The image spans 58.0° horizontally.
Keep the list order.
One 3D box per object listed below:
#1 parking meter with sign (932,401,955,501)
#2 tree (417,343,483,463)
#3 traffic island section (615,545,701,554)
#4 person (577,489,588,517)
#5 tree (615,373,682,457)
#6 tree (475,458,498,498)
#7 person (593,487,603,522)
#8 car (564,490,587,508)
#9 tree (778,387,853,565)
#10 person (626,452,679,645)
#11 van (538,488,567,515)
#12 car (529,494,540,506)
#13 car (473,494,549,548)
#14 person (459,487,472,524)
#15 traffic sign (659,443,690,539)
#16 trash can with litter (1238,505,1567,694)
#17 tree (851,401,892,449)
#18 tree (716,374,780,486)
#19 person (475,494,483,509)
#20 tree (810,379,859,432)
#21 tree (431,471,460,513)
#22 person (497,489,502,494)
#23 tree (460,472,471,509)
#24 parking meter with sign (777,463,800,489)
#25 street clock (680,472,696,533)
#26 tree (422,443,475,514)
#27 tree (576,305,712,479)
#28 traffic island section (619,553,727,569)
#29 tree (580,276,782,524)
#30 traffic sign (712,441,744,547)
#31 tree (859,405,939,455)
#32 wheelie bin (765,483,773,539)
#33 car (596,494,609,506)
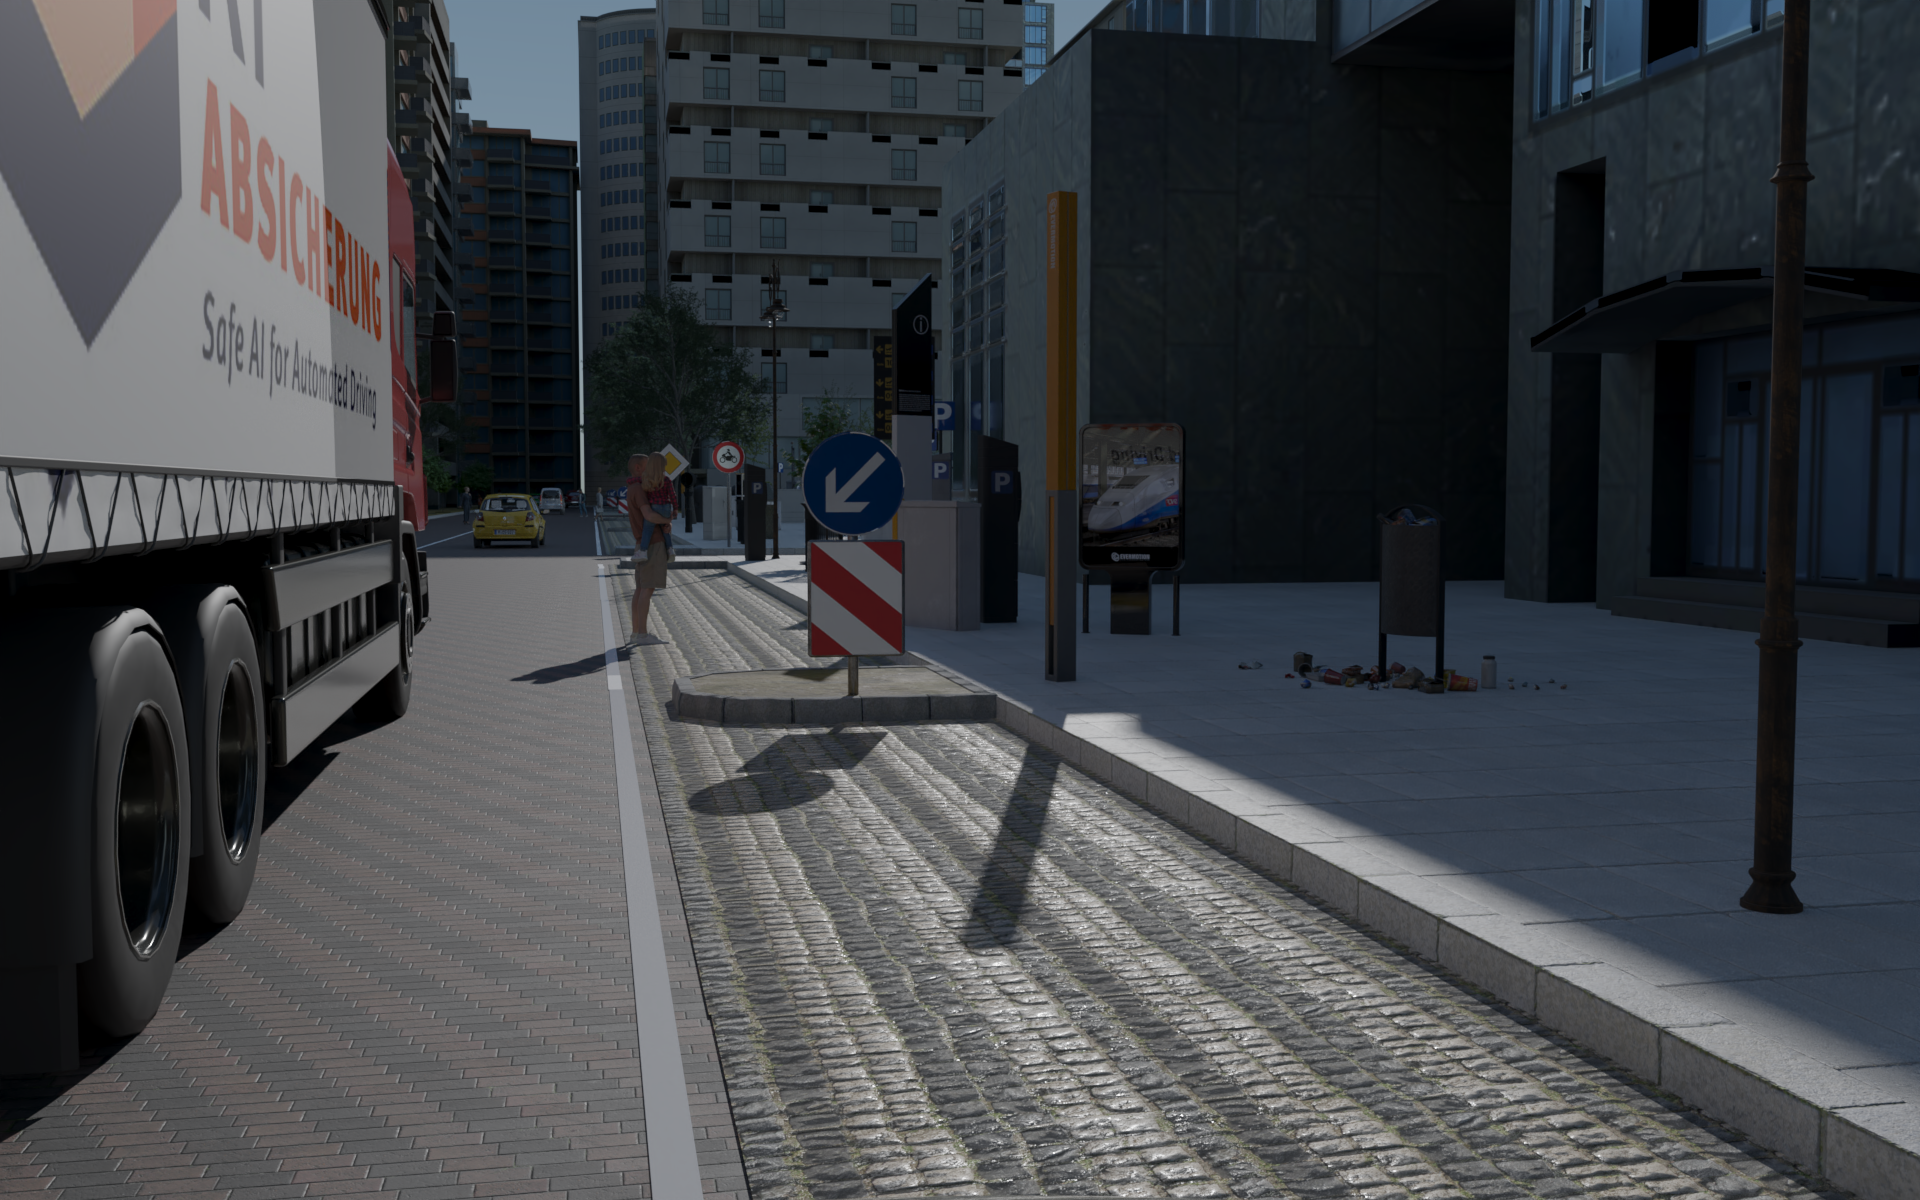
[{"bbox_3d":[-0.379,-2.172,31.774,0.543,3.016,1.738,0,4,1],"label":"parking meter with sign"},{"bbox_3d":[-32.178,-10.352,103.669,7.601,10.594,8.767,-1,4,-23],"label":"tree"},{"bbox_3d":[-7.354,-1.208,42.040,2.009,0.180,2.903,-1,4,-12],"label":"traffic island section"},{"bbox_3d":[-23.803,-6.129,109.052,0.623,1.781,0.721,1,4,20],"label":"person"},{"bbox_3d":[-17.983,-9.296,102.359,4.360,8.622,3.978,0,3,0],"label":"tree"},{"bbox_3d":[-43.716,-10.629,157.494,4.285,4.588,4.351,0,3,0],"label":"tree"},{"bbox_3d":[-18.742,-4.952,89.825,0.624,1.780,0.694,-1,4,-20],"label":"person"},{"bbox_3d":[-39.009,-10.209,175.595,2.281,1.827,5.304,-1,4,-12],"label":"car"},{"bbox_3d":[-2.529,-2.254,31.450,1.663,3.219,1.824,0,3,0],"label":"tree"},{"bbox_3d":[-2.959,-0.491,16.495,0.580,1.828,0.573,2,4,23],"label":"person"},{"bbox_3d":[-28.535,-6.982,121.161,2.013,2.044,4.112,-1,4,-11],"label":"van"},{"bbox_3d":[-43.527,-10.310,177.371,1.959,1.807,4.718,-1,4,-11],"label":"car"},{"bbox_3d":[-12.256,-2.262,47.215,2.015,1.641,3.980,-1,4,-10],"label":"car"},{"bbox_3d":[-23.438,-4.476,82.098,0.534,1.772,0.576,1,4,12],"label":"person"},{"bbox_3d":[-5.718,-1.866,34.146,0.795,2.450,0.064,-1,4,-12],"label":"traffic sign"},{"bbox_3d":[2.890,-0.054,11.948,1.678,1.210,2.233,-2,4,-33],"label":"trash can with litter"},{"bbox_3d":[-4.546,-9.595,107.233,4.737,8.622,4.395,0,3,0],"label":"tree"},{"bbox_3d":[-12.352,-9.088,98.953,4.737,8.622,4.395,0,3,0],"label":"tree"},{"bbox_3d":[-34.164,-6.812,123.131,0.557,1.426,1.065,-3,5,-43],"label":"person"},{"bbox_3d":[-7.796,-9.875,111.823,4.360,8.622,3.978,0,3,0],"label":"tree"},{"bbox_3d":[-35.886,-7.667,119.962,1.663,3.219,1.824,0,3,0],"label":"tree"},{"bbox_3d":[-39.355,-8.536,148.074,1.348,1.824,0.705,0,4,-4],"label":"person"},{"bbox_3d":[-43.795,-9.666,152.636,1.663,3.219,1.824,0,3,0],"label":"tree"},{"bbox_3d":[-9.245,-6.098,95.970,1.738,3.016,0.543,2,4,25],"label":"parking meter with sign"},{"bbox_3d":[-8.987,-3.227,57.327,0.471,2.002,0.358,1,4,19],"label":"street clock"},{"bbox_3d":[-34.494,-7.805,111.321,4.285,4.588,4.351,0,3,0],"label":"tree"},{"bbox_3d":[-20.641,-12.663,113.690,9.857,13.997,8.962,0,3,0],"label":"tree"},{"bbox_3d":[-5.696,-0.731,34.228,2.009,0.180,2.903,-1,4,-12],"label":"traffic island section"},{"bbox_3d":[-11.567,-8.530,73.883,8.767,10.594,7.601,-2,4,-35],"label":"tree"},{"bbox_3d":[-5.571,-2.544,41.706,0.768,2.556,0.104,-1,4,-9],"label":"traffic sign"},{"bbox_3d":[-3.007,-9.268,101.889,4.360,8.622,3.978,0,3,0],"label":"tree"},{"bbox_3d":[-5.688,-2.529,49.263,0.980,1.594,0.693,-3,5,-43],"label":"wheelie bin"},{"bbox_3d":[-37.150,-10.364,181.461,2.014,1.417,4.499,-1,4,-12],"label":"car"}]
